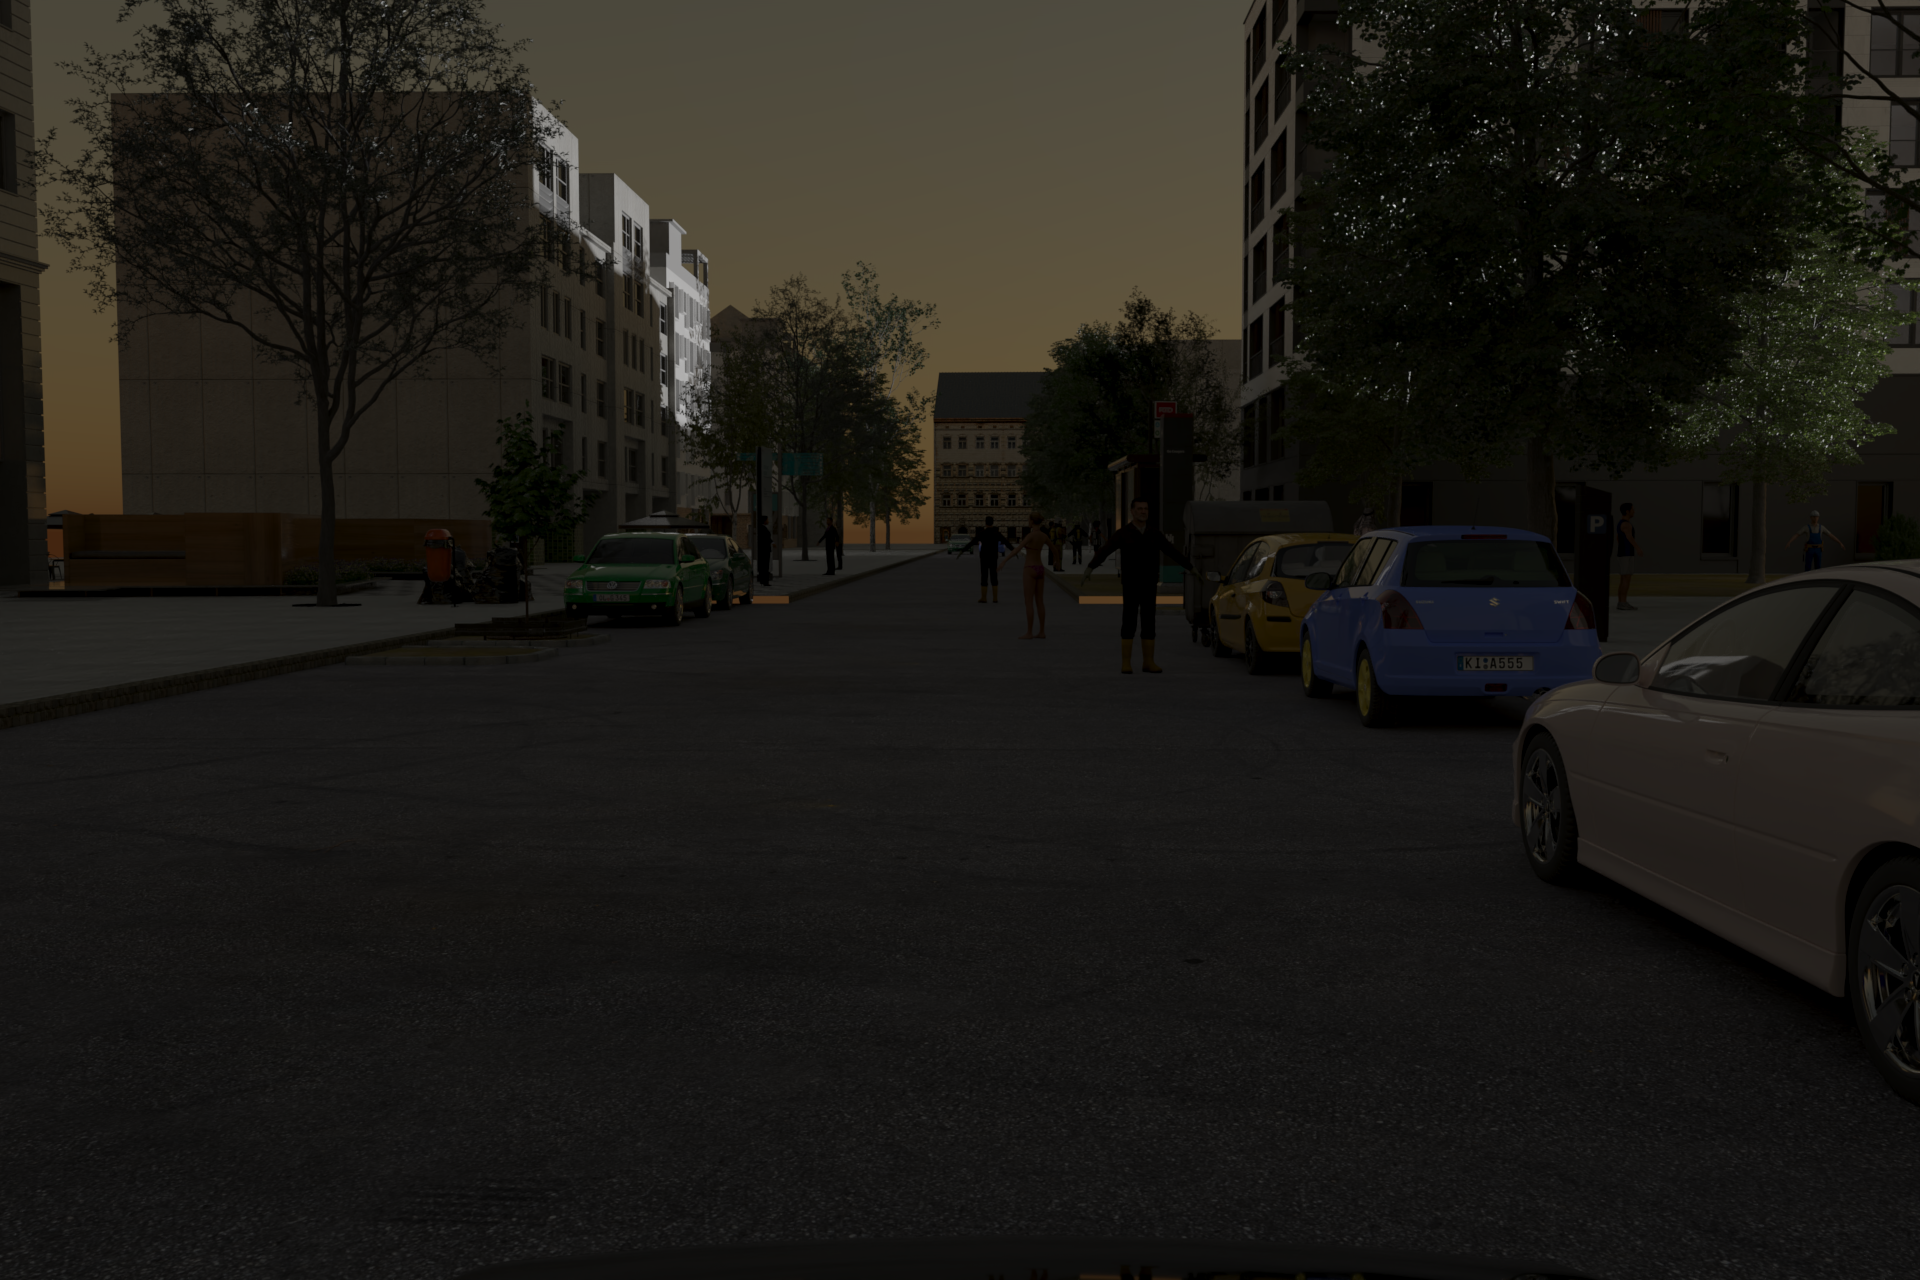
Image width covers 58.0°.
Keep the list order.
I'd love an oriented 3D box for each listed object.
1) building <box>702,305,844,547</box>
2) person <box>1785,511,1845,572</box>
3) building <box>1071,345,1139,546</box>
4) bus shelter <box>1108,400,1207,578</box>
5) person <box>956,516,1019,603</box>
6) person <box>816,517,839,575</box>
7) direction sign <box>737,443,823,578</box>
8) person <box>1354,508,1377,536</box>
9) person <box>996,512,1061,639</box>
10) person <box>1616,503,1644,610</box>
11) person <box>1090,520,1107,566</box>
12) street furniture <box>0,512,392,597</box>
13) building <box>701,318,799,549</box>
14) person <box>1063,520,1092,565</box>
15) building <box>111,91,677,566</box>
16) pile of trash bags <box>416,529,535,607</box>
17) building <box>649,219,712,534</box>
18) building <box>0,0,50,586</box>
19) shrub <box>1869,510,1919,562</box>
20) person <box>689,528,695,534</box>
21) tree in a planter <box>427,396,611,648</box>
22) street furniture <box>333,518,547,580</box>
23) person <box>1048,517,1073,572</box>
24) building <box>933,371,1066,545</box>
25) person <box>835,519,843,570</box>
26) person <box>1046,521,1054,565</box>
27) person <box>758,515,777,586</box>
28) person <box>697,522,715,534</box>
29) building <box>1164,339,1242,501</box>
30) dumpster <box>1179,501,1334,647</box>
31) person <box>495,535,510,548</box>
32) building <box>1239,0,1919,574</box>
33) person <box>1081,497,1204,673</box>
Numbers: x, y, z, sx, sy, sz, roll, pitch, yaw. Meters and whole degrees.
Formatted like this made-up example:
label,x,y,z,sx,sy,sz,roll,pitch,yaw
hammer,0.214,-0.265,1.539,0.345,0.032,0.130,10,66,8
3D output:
label,x,y,z,sx,sy,sz,roll,pitch,yaw
building,-21.866,-21.074,175.487,19.493,23.208,18.063,0,4,1
person,20.593,-2.196,41.767,1.347,1.847,0.705,1,4,11
building,26.463,-21.942,202.729,27.936,21.610,32.646,0,4,1
bus shelter,5.446,-4.400,49.576,2.179,5.291,8.768,0,4,0
person,0.599,-1.683,36.116,1.346,1.812,0.704,-1,4,-15
person,-4.061,-2.914,53.861,0.704,1.802,1.346,-2,4,-32
direction sign,-5.279,-3.834,51.441,2.525,3.948,1.411,0,4,1
person,7.236,-1.476,30.841,0.551,1.740,0.621,3,5,45
person,0.965,-0.885,23.724,1.217,1.733,0.721,-3,5,-44
person,11.295,-1.415,29.306,0.704,1.807,1.345,1,4,9
person,5.508,-3.860,69.252,0.704,1.843,1.345,-2,4,-28
street furniture,-15.701,-1.968,39.033,9.812,1.723,11.010,-1,4,-10
building,-20.639,-18.126,152.781,16.016,20.090,11.380,0,4,0
person,4.942,-4.115,73.058,1.354,1.856,0.705,-1,4,-9
building,-25.267,-13.390,85.385,16.747,18.905,31.486,0,4,1
pile of trash bags,-9.065,-1.346,31.763,1.912,1.369,3.447,0,4,1
building,-22.203,-15.231,105.453,16.016,20.090,11.380,0,4,1
building,-28.218,-15.294,27.550,11.434,29.767,29.804,0,4,1
shrub,29.296,-3.034,54.021,1.690,2.028,1.600,0,3,0
person,-7.186,-2.288,46.682,0.991,1.433,0.599,-2,4,-31
tree in a planter,-5.691,-1.556,22.661,1.991,3.239,1.994,0,4,2
street furniture,-16.625,-2.669,50.492,11.010,1.723,9.812,1,4,10
person,3.368,-3.262,59.098,0.705,1.858,1.354,-2,4,-34
building,6.209,-24.448,233.114,18.063,23.208,19.493,0,4,4
person,-4.362,-3.420,62.050,0.705,1.813,1.348,0,4,2
person,3.772,-3.958,70.896,0.705,1.806,1.347,-1,4,-21
person,-4.718,-2.192,42.567,0.721,1.740,1.216,-1,4,-21
person,-10.259,-3.904,70.100,1.348,1.796,0.705,0,4,7
building,26.870,-18.313,165.880,16.747,18.905,31.486,0,4,1
dumpster,3.817,-0.867,22.387,1.865,1.857,1.264,0,4,0
person,-18.022,-3.844,69.039,0.705,1.806,1.347,2,4,35
building,25.300,-13.916,71.502,27.936,21.610,32.646,0,4,1
person,1.859,-0.567,17.860,1.346,1.812,0.704,-1,4,-15
